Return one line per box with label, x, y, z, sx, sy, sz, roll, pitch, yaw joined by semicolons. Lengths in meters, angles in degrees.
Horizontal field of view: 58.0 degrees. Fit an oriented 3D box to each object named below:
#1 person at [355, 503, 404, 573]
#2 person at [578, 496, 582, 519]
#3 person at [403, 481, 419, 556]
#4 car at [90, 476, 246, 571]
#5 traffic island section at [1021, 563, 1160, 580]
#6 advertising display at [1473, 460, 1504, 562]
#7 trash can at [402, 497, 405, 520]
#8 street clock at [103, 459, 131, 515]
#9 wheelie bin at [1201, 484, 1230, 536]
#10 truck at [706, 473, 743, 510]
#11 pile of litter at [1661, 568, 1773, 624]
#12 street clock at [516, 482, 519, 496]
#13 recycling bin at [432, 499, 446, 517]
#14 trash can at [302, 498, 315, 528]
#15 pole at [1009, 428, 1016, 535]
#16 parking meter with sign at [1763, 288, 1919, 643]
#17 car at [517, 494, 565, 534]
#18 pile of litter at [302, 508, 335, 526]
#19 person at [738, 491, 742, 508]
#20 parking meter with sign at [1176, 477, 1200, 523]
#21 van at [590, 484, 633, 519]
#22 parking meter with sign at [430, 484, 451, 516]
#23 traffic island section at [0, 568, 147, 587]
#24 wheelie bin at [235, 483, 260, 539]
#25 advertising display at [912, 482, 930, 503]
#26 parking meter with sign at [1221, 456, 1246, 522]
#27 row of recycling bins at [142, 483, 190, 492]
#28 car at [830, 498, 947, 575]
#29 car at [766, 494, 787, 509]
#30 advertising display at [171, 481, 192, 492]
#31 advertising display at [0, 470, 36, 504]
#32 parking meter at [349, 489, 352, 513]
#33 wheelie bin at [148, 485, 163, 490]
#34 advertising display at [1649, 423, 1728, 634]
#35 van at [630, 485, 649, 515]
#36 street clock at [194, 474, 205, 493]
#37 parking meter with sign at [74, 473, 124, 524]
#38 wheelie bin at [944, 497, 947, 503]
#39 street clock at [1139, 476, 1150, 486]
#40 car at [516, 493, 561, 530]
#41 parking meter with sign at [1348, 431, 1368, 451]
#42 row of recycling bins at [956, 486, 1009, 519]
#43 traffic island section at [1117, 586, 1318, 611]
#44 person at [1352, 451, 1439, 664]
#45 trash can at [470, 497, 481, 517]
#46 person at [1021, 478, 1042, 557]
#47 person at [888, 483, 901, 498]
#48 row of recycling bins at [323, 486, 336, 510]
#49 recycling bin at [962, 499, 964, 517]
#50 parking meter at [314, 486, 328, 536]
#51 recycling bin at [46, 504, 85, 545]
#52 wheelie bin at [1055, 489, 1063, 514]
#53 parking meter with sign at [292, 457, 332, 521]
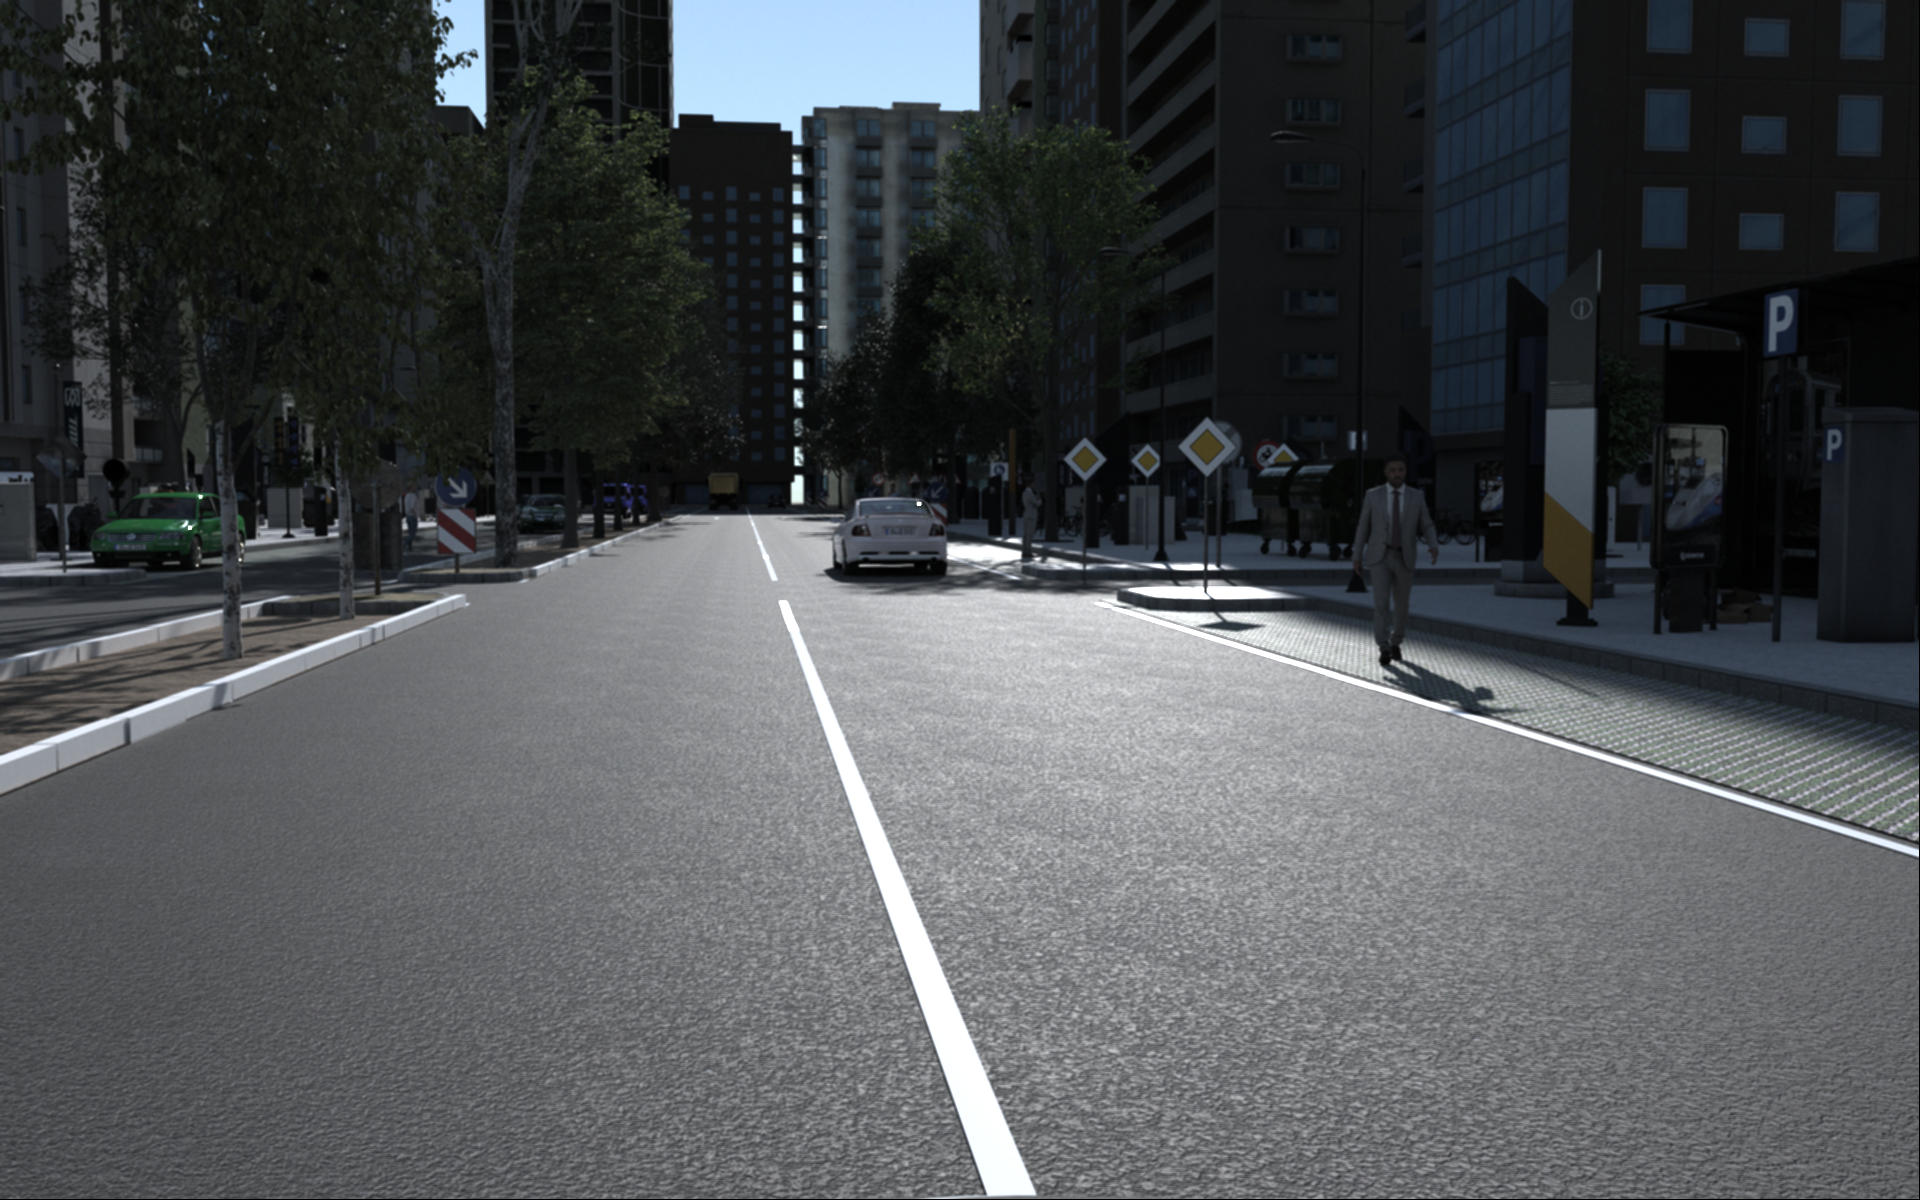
person;-10.373;-1.377;30.992;0.713;1.824;0.794;2;4;35
person;-22.052;-5.357;100.330;0.306;1.304;0.590;1;4;21
person;-12.738;-1.887;40.022;0.731;1.740;0.598;3;5;39
car;-15.228;-1.509;33.465;1.959;1.807;4.718;0;4;-7
traffic island section;2.205;-0.498;30.421;2.009;0.180;2.903;0;4;-7
advertising display;10.104;-1.685;32.769;0.974;1.923;0.123;-2;4;-31
trash can;-28.235;-4.610;87.026;0.748;1.137;0.748;0;3;0
street clock;-17.371;-1.905;35.720;0.471;2.002;0.358;0;4;-2
wheelie bin;7.901;-2.791;53.540;0.693;1.594;0.980;-2;4;-27
truck;-21.601;-9.941;158.454;3.469;3.379;9.791;0;4;-7
pile of litter;7.852;-0.235;17.804;1.719;0.858;1.176;-3;4;-39
street clock;-24.849;-5.631;96.642;0.471;2.002;0.358;-1;4;-13
recycling bin;-29.402;-5.205;97.655;0.722;1.027;0.722;-1;4;-12
trash can;-24.898;-3.356;66.518;0.748;1.137;0.748;0;3;0
pole;1.632;-3.674;53.913;0.158;3.312;0.155;0;3;0
parking meter with sign;7.920;-1.147;15.015;1.738;3.016;0.543;0;4;-3
car;-15.237;-3.200;64.112;2.131;1.459;4.920;-1;4;-9
pile of litter;-26.006;-3.424;69.947;1.176;0.858;1.719;3;5;41
person;-23.030;-10.442;179.773;0.990;1.755;0.434;1;4;18
parking meter with sign;10.247;-4.944;77.101;1.738;3.016;0.543;-1;4;-20
van;-20.033;-5.843;99.919;2.240;2.365;5.245;0;4;-7
parking meter with sign;-30.650;-6.432;101.419;1.738;3.016;0.543;-3;5;-40
traffic island section;-14.653;-0.368;28.304;2.009;0.180;2.903;0;4;-7
wheelie bin;-20.284;-2.526;49.201;0.693;1.594;0.980;-1;4;-13
advertising display;-2.054;-5.287;91.655;0.974;1.923;0.123;-2;4;-23
parking meter with sign;12.239;-5.095;79.562;1.738;3.016;0.543;-1;4;-18
row of recycling bins;-30.527;-3.627;66.409;1.069;1.692;3.534;-3;5;-44
car;-1.341;-1.208;32.114;2.083;1.381;4.827;0;4;-8
car;-17.994;-9.792;169.882;2.009;1.686;4.222;0;4;-7
advertising display;-38.700;-4.949;86.126;0.974;1.923;0.123;0;4;-4
advertising display;-25.466;-2.539;46.720;0.974;1.923;0.123;-2;4;-34
parking meter;-28.373;-4.392;80.220;0.372;1.533;0.369;0;3;0
wheelie bin;-28.624;-3.279;61.518;0.693;1.594;0.980;1;4;12
advertising display;6.754;-0.663;16.058;0.974;1.923;0.123;-2;4;-33
van;-22.633;-7.049;119.630;2.240;2.365;5.245;0;4;-7
street clock;-27.024;-3.486;61.569;0.358;2.002;0.471;-2;4;-29
parking meter with sign;-30.763;-4.019;61.978;1.738;3.016;0.543;-1;4;-11
wheelie bin;-0.593;-5.091;91.139;0.980;1.594;0.693;-1;4;-16
street clock;7.328;-3.952;69.189;0.358;2.002;0.471;-3;4;-37
car;-16.987;-3.649;69.448;2.009;1.686;4.222;-1;4;-8
parking meter with sign;11.295;-3.190;48.412;0.543;3.016;1.738;2;4;26
row of recycling bins;1.082;-5.001;88.875;3.534;1.692;1.069;0;4;2
traffic island section;3.206;-0.013;22.498;2.009;0.180;2.903;0;4;-7
person;3.678;-0.360;14.666;0.678;1.792;0.850;0;4;8
trash can;-26.788;-5.142;95.722;0.748;1.137;0.748;0;3;0
person;1.637;-1.860;39.097;0.466;1.800;0.511;-2;4;-29
person;-2.350;-3.203;60.956;0.616;1.811;0.778;2;4;26
row of recycling bins;-34.674;-5.357;94.694;1.069;1.692;3.534;-1;4;-22
recycling bin;-0.261;-5.230;98.065;0.722;1.027;0.722;3;5;41
parking meter;-19.414;-2.703;52.609;0.372;1.533;0.369;0;3;0
recycling bin;-22.782;-1.938;44.246;0.722;1.027;0.722;1;4;14
wheelie bin;5.924;-5.929;104.840;0.693;1.594;0.980;2;4;26
parking meter with sign;-30.806;-5.271;82.435;0.543;3.016;1.738;3;5;40
